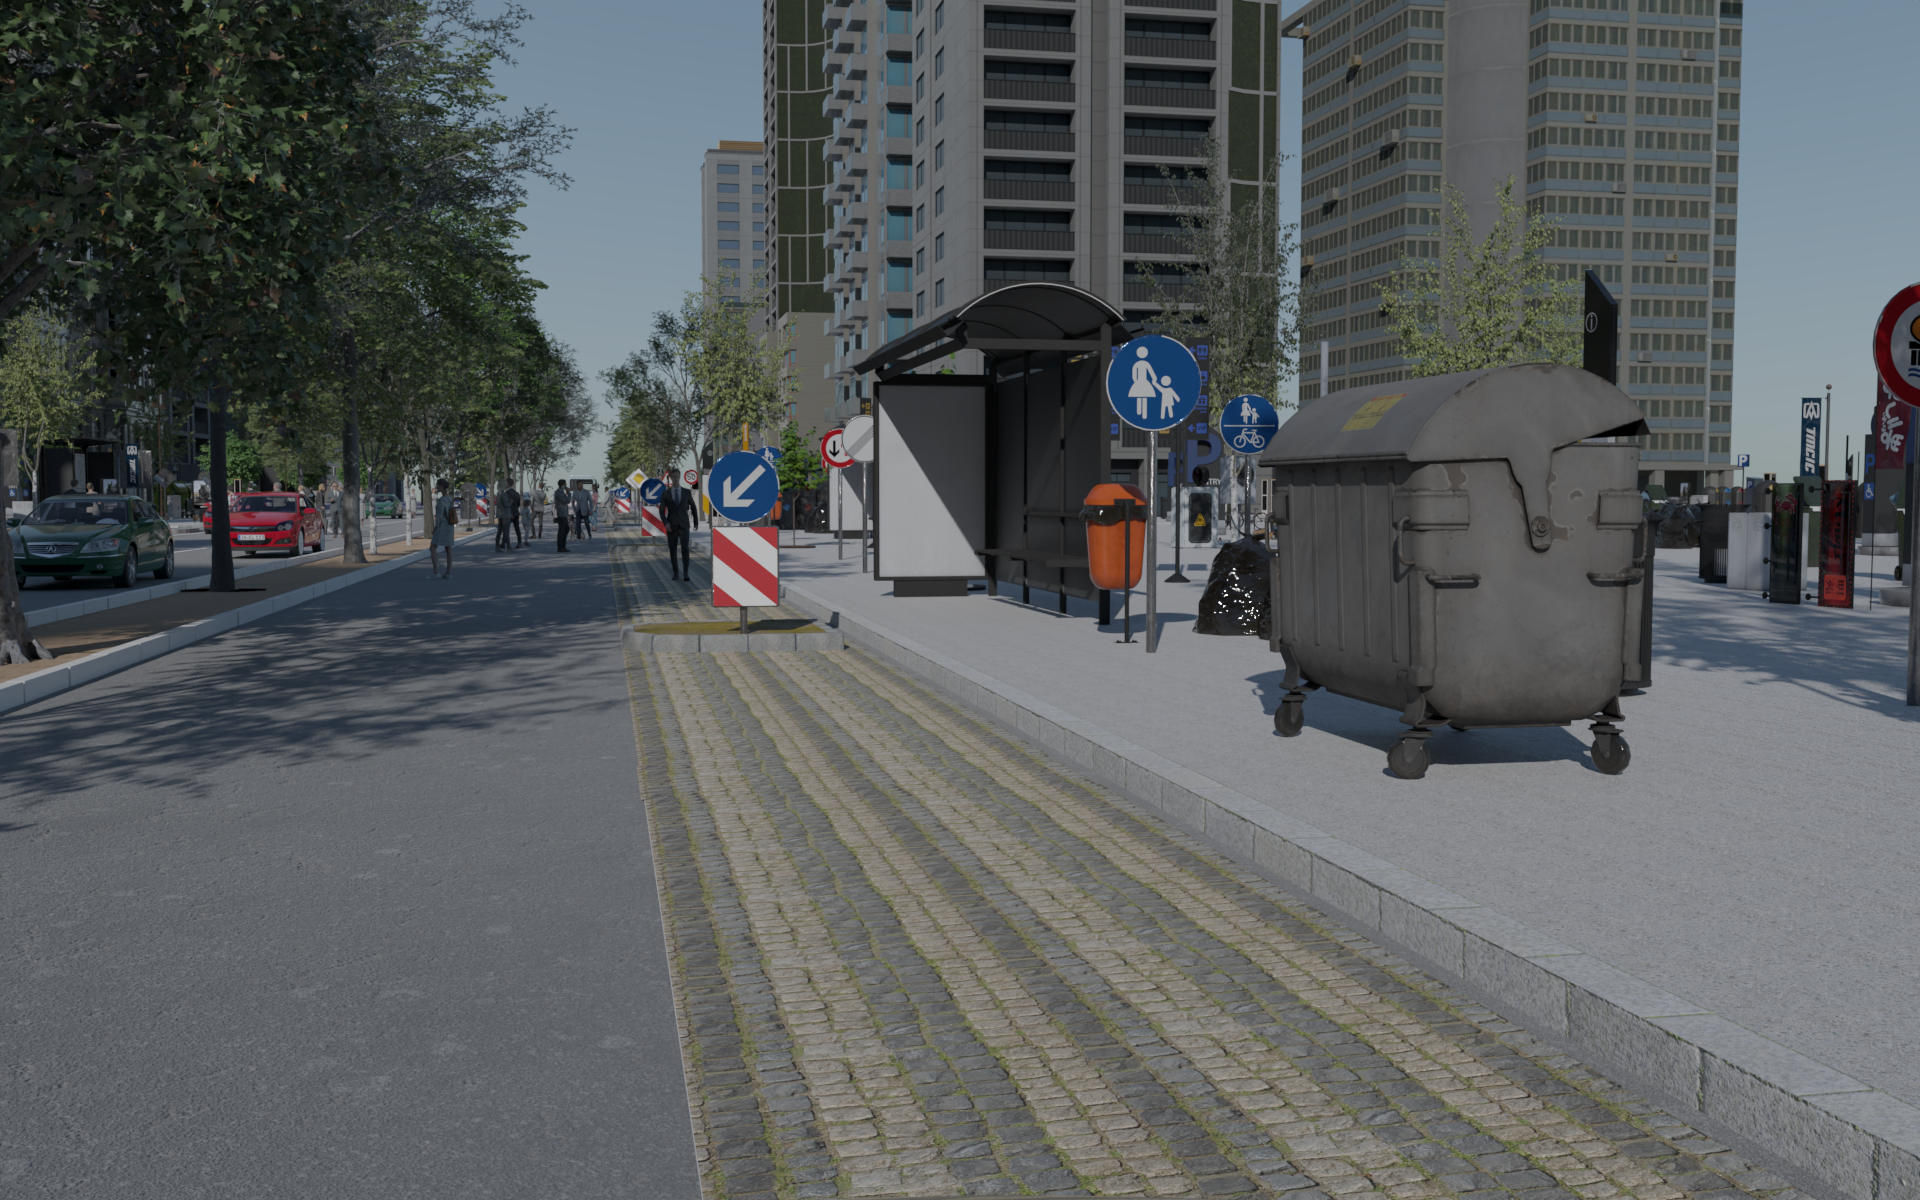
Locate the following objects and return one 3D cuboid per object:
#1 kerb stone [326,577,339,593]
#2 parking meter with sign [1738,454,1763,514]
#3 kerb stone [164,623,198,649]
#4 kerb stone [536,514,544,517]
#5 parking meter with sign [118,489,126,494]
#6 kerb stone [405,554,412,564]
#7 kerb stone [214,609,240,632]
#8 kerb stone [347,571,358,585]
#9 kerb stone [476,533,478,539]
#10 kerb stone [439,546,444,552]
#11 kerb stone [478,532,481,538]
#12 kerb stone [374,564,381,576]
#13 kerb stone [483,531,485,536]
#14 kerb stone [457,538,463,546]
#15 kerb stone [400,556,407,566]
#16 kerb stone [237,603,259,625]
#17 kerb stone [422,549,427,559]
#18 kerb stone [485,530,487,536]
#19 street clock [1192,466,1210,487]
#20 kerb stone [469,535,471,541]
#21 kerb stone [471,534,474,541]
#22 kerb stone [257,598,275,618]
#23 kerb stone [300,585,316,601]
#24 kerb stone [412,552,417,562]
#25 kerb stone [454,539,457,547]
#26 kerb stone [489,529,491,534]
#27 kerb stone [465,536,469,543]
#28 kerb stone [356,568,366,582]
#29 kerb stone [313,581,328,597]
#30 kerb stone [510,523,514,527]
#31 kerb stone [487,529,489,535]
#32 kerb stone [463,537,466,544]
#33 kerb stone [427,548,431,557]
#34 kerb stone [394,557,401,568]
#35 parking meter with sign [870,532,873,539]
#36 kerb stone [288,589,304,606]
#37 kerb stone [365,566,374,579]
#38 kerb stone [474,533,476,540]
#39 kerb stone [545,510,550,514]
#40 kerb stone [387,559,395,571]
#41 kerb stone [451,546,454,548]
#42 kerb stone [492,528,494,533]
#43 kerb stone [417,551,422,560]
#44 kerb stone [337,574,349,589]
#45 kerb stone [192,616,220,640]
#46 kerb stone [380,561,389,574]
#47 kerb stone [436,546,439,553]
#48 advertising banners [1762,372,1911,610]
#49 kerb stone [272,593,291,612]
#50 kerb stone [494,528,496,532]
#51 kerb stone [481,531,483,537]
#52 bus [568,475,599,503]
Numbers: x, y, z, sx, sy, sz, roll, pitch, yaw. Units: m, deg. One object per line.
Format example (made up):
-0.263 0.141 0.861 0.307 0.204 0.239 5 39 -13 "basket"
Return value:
-9.280 -0.196 25.399 0.120 0.150 1.000 -1 4 -12 "kerb stone"
35.164 -4.911 76.557 1.738 3.016 0.543 -2 4 -28 "parking meter with sign"
-7.409 0.357 16.365 0.120 0.150 1.000 -1 4 -12 "kerb stone"
-27.950 -5.689 115.242 0.120 0.150 1.000 -1 4 -12 "kerb stone"
-55.093 -7.105 112.422 1.738 3.016 0.543 -3 5 -40 "parking meter with sign"
-11.368 -0.807 35.419 0.120 0.150 1.000 -1 4 -12 "kerb stone"
-7.828 0.234 18.366 0.120 0.150 1.000 -1 4 -12 "kerb stone"
-9.699 -0.317 27.409 0.120 0.150 1.000 -1 4 -12 "kerb stone"
-15.330 -1.974 54.474 0.120 0.150 1.000 -1 4 -12 "kerb stone"
-12.825 -1.238 42.437 0.120 0.150 1.000 -1 4 -12 "kerb stone"
-15.531 -2.036 55.477 0.120 0.150 1.000 -1 4 -12 "kerb stone"
-10.329 -0.502 30.410 0.120 0.150 1.000 -1 4 -12 "kerb stone"
-15.956 -2.159 57.498 0.120 0.150 1.000 -1 4 -12 "kerb stone"
-14.075 -1.604 48.456 0.120 0.150 1.000 -1 4 -12 "kerb stone"
-11.162 -0.745 34.418 0.120 0.150 1.000 -1 4 -12 "kerb stone"
-8.028 0.173 19.373 0.120 0.150 1.000 -1 4 -12 "kerb stone"
-11.996 -0.993 38.425 0.120 0.150 1.000 -1 4 -12 "kerb stone"
-16.168 -2.220 58.498 0.120 0.150 1.000 -1 4 -12 "kerb stone"
6.300 -2.495 45.358 0.358 2.002 0.471 -2 4 -28 "street clock"
-14.699 -1.781 51.462 0.120 0.150 1.000 -1 4 -12 "kerb stone"
-14.912 -1.852 52.469 0.120 0.150 1.000 -1 4 -12 "kerb stone"
-8.244 0.115 20.380 0.120 0.150 1.000 -1 4 -12 "kerb stone"
-8.875 -0.071 23.384 0.120 0.150 1.000 -1 4 -12 "kerb stone"
-11.579 -0.870 36.421 0.120 0.150 1.000 -1 4 -12 "kerb stone"
-13.653 -1.483 46.447 0.120 0.150 1.000 -1 4 -12 "kerb stone"
-16.579 -2.343 60.503 0.120 0.150 1.000 -1 4 -12 "kerb stone"
-14.491 -1.728 50.460 0.120 0.150 1.000 -1 4 -12 "kerb stone"
-9.911 -0.380 28.409 0.120 0.150 1.000 -1 4 -12 "kerb stone"
-9.077 -0.134 24.389 0.120 0.150 1.000 -1 4 -12 "kerb stone"
-20.654 -3.540 80.145 0.120 0.150 1.000 -1 4 -12 "kerb stone"
-16.365 -2.282 59.501 0.120 0.150 1.000 -1 4 -12 "kerb stone"
-14.287 -1.667 49.458 0.120 0.150 1.000 -1 4 -12 "kerb stone"
-12.198 -1.051 39.430 0.120 0.150 1.000 -1 4 -12 "kerb stone"
-10.952 -0.686 33.417 0.120 0.150 1.000 -1 4 -12 "kerb stone"
-1.916 -3.312 50.407 1.738 3.016 0.543 -3 5 -39 "parking meter with sign"
-8.655 -0.011 22.383 0.120 0.150 1.000 -1 4 -12 "kerb stone"
-10.117 -0.441 29.410 0.120 0.150 1.000 -1 4 -12 "kerb stone"
-15.121 -1.913 53.470 0.120 0.150 1.000 -1 4 -12 "kerb stone"
-30.879 -6.550 129.292 0.120 0.150 1.000 -1 4 -12 "kerb stone"
-10.740 -0.625 32.416 0.120 0.150 1.000 -1 4 -12 "kerb stone"
-13.449 -1.419 45.446 0.120 0.150 1.000 -1 4 -12 "kerb stone"
-16.995 -2.466 62.511 0.120 0.150 1.000 -1 4 -12 "kerb stone"
-11.784 -0.931 37.422 0.120 0.150 1.000 -1 4 -12 "kerb stone"
-9.493 -0.257 26.403 0.120 0.150 1.000 -1 4 -12 "kerb stone"
-7.617 0.295 17.366 0.120 0.150 1.000 -1 4 -12 "kerb stone"
-10.531 -0.564 31.415 0.120 0.150 1.000 -1 4 -12 "kerb stone"
-12.624 -1.177 41.435 0.120 0.150 1.000 -1 4 -12 "kerb stone"
9.878 -1.426 19.496 0.090 3.025 2.074 -1 4 -18 "advertising banners"
-8.448 0.050 21.382 0.120 0.150 1.000 -1 4 -12 "kerb stone"
-17.205 -2.527 63.515 0.120 0.150 1.000 -1 4 -12 "kerb stone"
-15.751 -2.097 56.495 0.120 0.150 1.000 -1 4 -12 "kerb stone"
-38.009 -11.009 174.853 2.948 3.499 13.247 -1 4 -11 "bus"
